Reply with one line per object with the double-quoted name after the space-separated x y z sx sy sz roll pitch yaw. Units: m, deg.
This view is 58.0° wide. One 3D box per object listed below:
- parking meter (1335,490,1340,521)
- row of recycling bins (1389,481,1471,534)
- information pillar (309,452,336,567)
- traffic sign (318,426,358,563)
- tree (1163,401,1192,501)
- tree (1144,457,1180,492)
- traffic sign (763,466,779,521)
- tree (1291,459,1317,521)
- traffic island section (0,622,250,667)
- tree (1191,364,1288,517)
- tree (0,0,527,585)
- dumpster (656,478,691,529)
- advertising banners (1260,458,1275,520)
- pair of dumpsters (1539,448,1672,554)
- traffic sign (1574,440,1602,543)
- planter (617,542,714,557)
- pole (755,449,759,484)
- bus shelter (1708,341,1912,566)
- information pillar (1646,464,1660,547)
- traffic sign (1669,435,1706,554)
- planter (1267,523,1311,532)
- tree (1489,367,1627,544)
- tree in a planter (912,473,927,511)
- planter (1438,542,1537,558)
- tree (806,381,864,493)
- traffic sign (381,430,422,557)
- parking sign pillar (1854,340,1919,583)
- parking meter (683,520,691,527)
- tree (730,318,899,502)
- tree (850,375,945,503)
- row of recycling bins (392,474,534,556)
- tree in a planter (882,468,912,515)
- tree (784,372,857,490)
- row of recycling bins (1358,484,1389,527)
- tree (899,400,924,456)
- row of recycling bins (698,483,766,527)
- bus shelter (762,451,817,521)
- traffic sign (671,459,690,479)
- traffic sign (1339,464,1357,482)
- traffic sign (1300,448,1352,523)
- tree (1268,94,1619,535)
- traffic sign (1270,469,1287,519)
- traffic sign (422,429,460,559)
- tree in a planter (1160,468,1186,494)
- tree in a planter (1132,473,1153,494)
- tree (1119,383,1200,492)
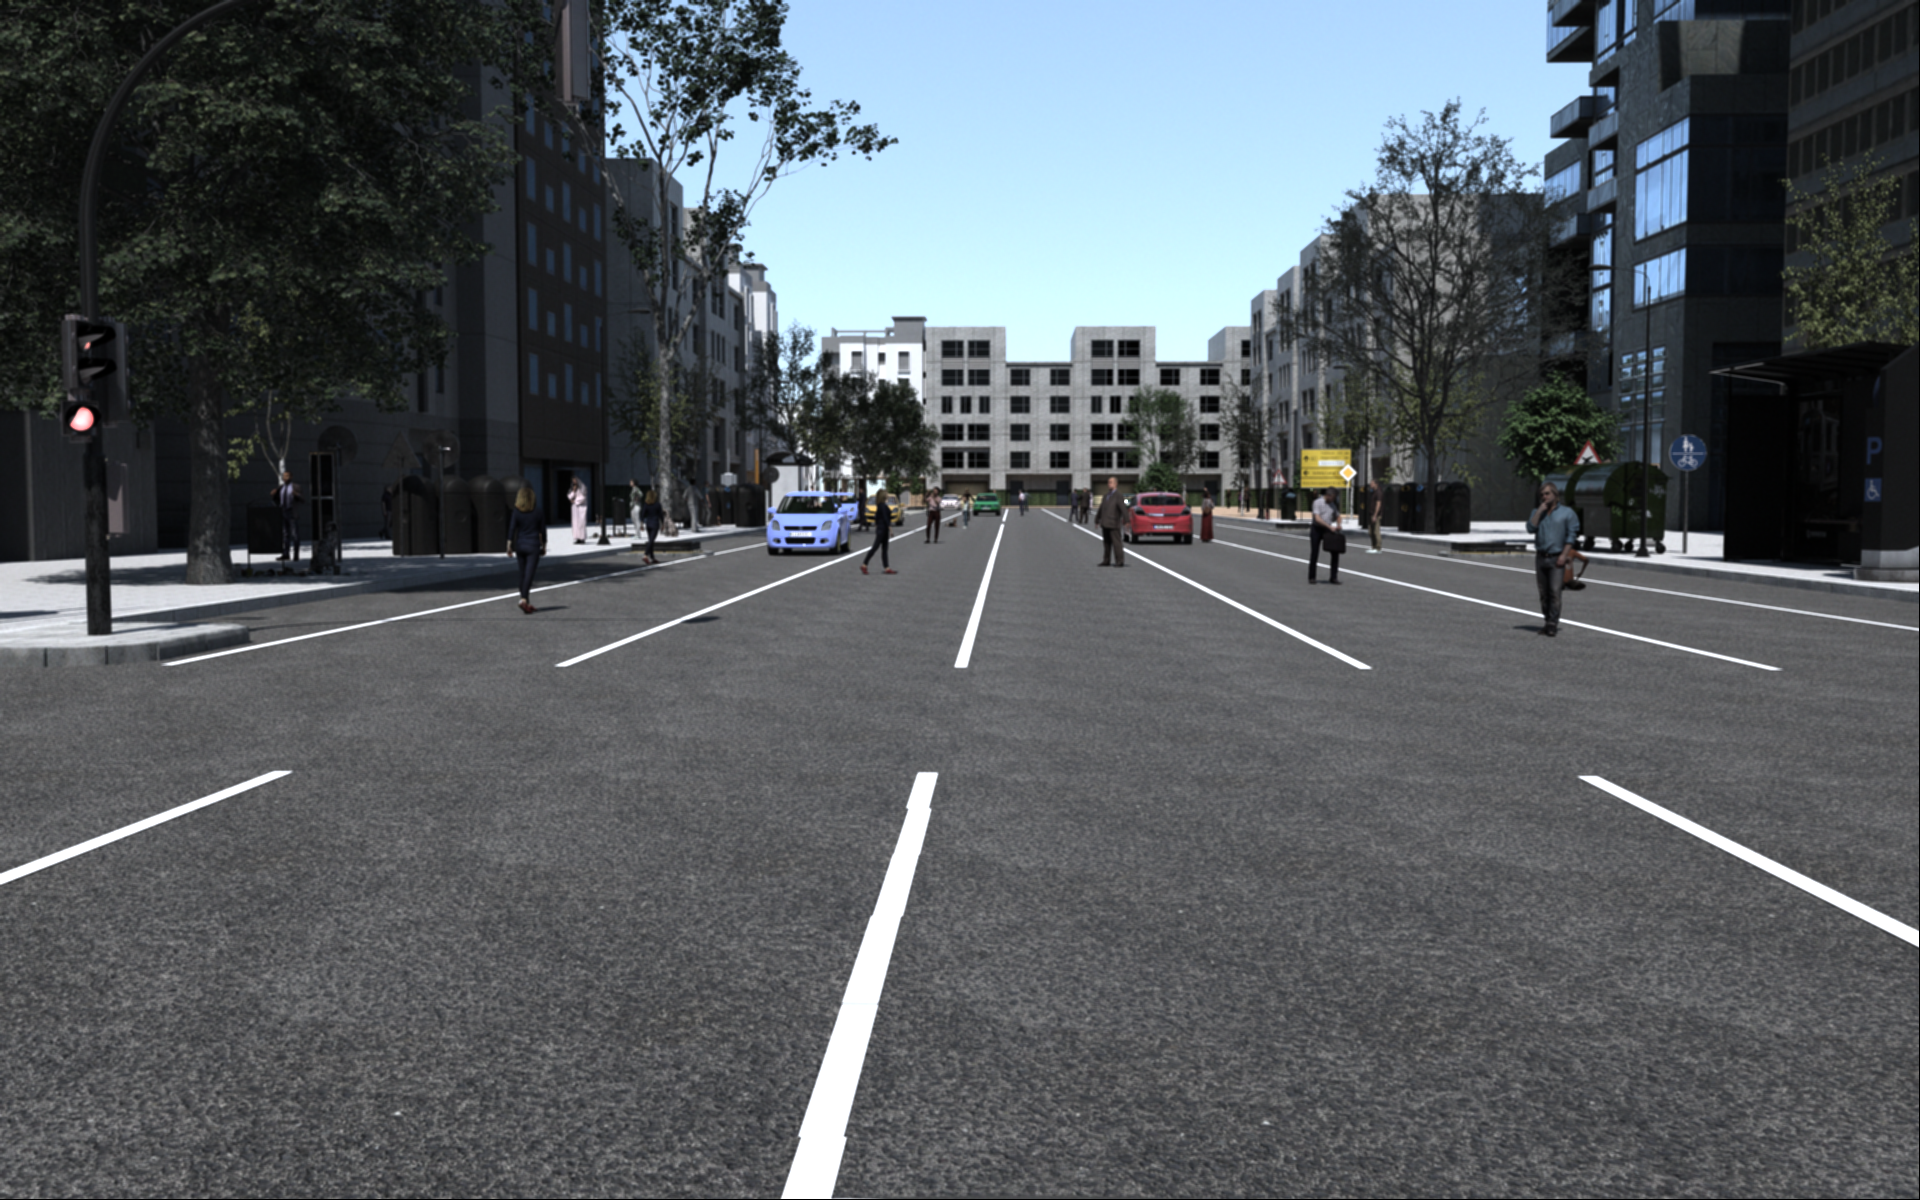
17.912 -4.539 82.617 0.372 1.533 0.369 0 3 0 "parking meter"
15.850 -3.106 57.893 1.069 1.692 3.534 -1 4 -18 "row of recycling bins"
-11.298 -1.604 30.711 0.304 2.012 0.304 3 5 41 "information pillar"
-11.574 -1.965 32.229 0.768 2.556 0.104 0 4 4 "traffic sign"
17.568 -11.304 135.177 4.360 8.622 3.978 0 3 0 "tree"
17.709 -10.337 152.718 4.285 4.588 4.351 0 3 0 "tree"
-8.640 -4.835 79.151 0.768 2.556 0.104 0 4 5 "traffic sign"
16.157 -5.350 82.073 1.663 3.219 1.824 0 3 0 "tree"
-7.863 0.397 15.792 2.009 0.180 2.903 0 4 2 "traffic island section"
16.329 -9.080 98.827 4.360 8.622 3.978 0 3 0 "tree"
-10.805 -7.194 24.277 9.857 13.997 8.962 0 3 0 "tree"
-10.524 -3.561 63.988 1.264 1.857 1.865 0 4 2 "dumpster"
15.133 -5.447 85.248 0.090 3.025 2.074 -1 4 -9 "advertising banners"
14.508 -2.234 39.028 1.574 2.255 4.437 0 4 2 "pair of dumpsters"
15.141 -2.558 41.832 0.884 2.594 0.081 0 4 5 "traffic sign"
-6.807 -1.179 40.416 1.991 0.319 1.994 0 4 2 "planter"
-9.219 -5.185 78.614 0.158 3.312 0.155 0 3 0 "pole"
14.865 -2.348 29.666 1.731 3.624 6.357 0 4 2 "bus shelter"
16.842 -2.306 42.192 0.304 2.012 0.304 1 4 16 "information pillar"
15.636 -2.274 37.291 0.768 2.556 0.104 0 4 6 "traffic sign"
12.907 -2.793 66.801 1.991 0.319 1.994 0 4 2 "planter"
15.374 -3.742 44.900 4.285 4.588 4.351 0 3 0 "tree"
-3.678 -9.034 144.933 1.991 3.239 1.994 0 4 2 "tree in a planter"
12.096 -1.145 39.863 1.991 0.319 1.994 0 4 2 "planter"
-8.124 -9.822 110.949 4.360 8.622 3.978 0 3 0 "tree"
-11.433 -2.167 35.435 0.884 2.594 0.081 1 4 9 "traffic sign"
14.024 -2.264 25.488 1.447 3.967 1.447 -1 4 -11 "parking sign pillar"
-10.472 -3.565 66.695 0.372 1.533 0.369 0 3 0 "parking meter"
-8.353 -9.579 91.034 8.767 10.594 7.601 0 4 8 "tree"
-6.171 -15.328 167.623 9.611 12.733 9.660 0 3 0 "tree"
-10.608 -1.847 37.311 1.069 1.692 3.534 2 4 34 "row of recycling bins"
-4.505 -7.353 117.448 1.991 3.239 1.994 0 4 2 "tree in a planter"
-8.232 -9.059 98.471 4.737 8.622 4.395 0 3 0 "tree"
16.767 -3.759 68.567 1.069 1.692 3.534 -1 4 -8 "row of recycling bins"
-6.613 -11.549 123.230 8.767 10.594 7.601 0 4 6 "tree"
-9.743 -4.019 72.826 1.069 1.692 3.534 2 4 32 "row of recycling bins"
-8.267 -5.526 84.274 2.014 3.302 5.546 0 4 2 "bus shelter"
-10.595 -4.014 65.355 0.795 2.593 0.064 0 4 6 "traffic sign"
16.754 -4.588 74.745 0.795 2.593 0.064 0 4 3 "traffic sign"
16.307 -5.099 77.247 2.265 3.308 0.079 1 4 9 "traffic sign"
14.820 -8.802 54.280 12.009 13.543 11.850 0 3 0 "tree"
16.492 -5.485 89.676 0.884 2.594 0.081 0 4 4 "traffic sign"
-10.216 -2.079 34.102 0.768 2.556 0.104 0 4 6 "traffic sign"
14.417 -7.357 117.503 1.991 3.239 1.994 0 4 2 "tree in a planter"
15.224 -9.004 144.434 1.991 3.239 1.994 0 4 2 "tree in a planter"
18.807 -14.482 162.532 9.928 11.665 9.643 0 3 0 "tree"
